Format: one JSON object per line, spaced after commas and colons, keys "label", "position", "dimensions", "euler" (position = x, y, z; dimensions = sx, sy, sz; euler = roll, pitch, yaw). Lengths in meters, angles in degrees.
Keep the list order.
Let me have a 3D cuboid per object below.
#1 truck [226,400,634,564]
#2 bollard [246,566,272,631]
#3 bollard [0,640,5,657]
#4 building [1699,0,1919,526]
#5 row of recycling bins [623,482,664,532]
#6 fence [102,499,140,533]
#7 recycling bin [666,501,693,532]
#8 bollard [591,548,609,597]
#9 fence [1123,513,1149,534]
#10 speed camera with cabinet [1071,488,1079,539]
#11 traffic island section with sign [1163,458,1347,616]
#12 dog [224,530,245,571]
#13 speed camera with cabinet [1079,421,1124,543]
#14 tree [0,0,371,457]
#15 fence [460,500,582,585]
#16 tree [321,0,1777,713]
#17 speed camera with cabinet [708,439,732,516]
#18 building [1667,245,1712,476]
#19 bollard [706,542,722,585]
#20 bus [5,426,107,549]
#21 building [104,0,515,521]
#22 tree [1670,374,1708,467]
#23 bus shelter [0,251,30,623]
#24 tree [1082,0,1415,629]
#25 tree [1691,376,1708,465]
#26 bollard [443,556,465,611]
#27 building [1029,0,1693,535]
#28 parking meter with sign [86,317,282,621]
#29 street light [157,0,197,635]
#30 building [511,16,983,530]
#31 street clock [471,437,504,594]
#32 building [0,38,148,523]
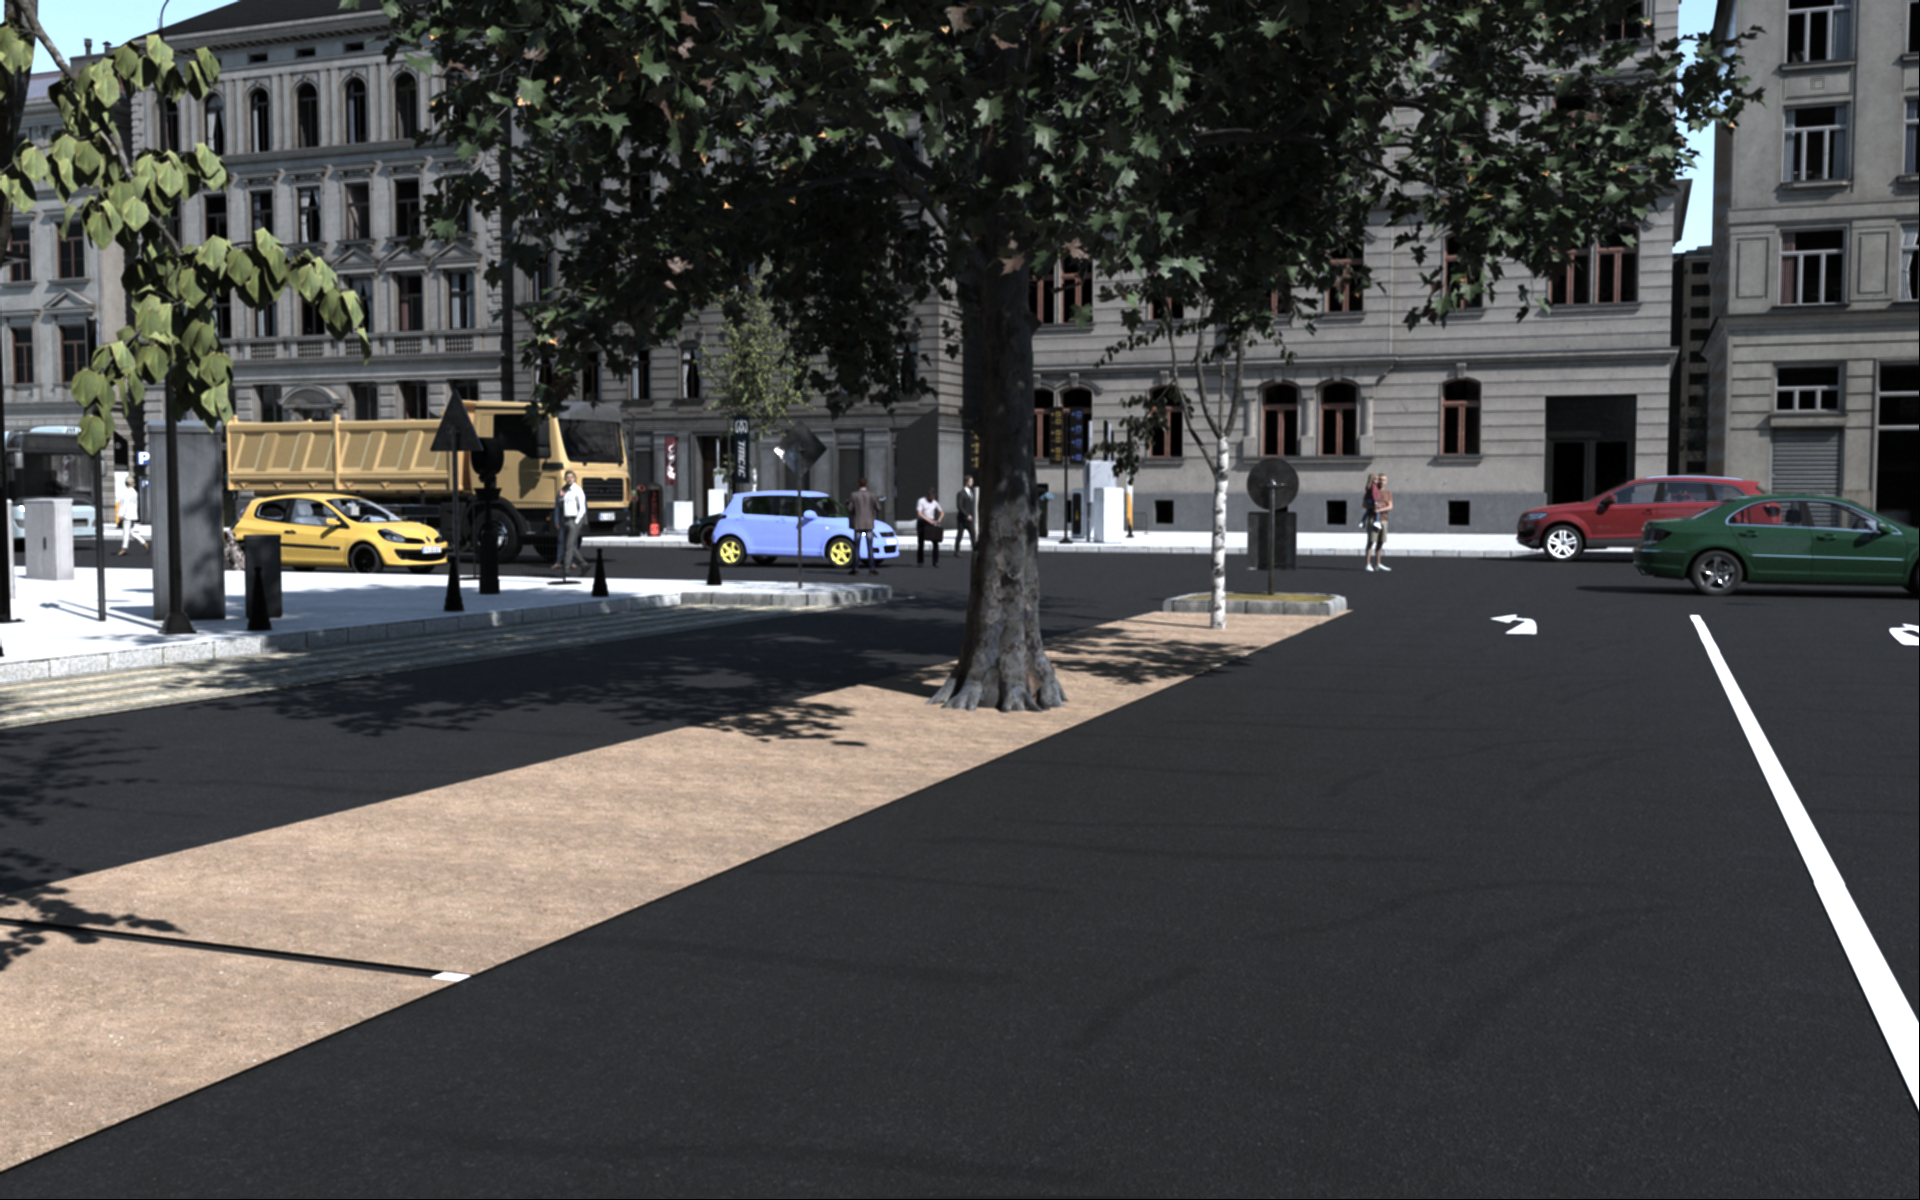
{"label": "truck", "position": [-11.082, -2.525, 37.207], "dimensions": [9.791, 3.379, 3.469], "euler": [1, 4, 21]}
{"label": "bollard", "position": [-6.614, -0.018, 16.331], "dimensions": [0.229, 0.601, 0.229], "euler": [0, 3, 0]}
{"label": "bollard", "position": [-7.664, 0.147, 13.641], "dimensions": [0.229, 0.601, 0.229], "euler": [0, 3, 0]}
{"label": "building", "position": [39.028, -13.472, 53.548], "dimensions": [30.059, 22.955, 16.112], "euler": [1, 4, 21]}
{"label": "row of recycling bins", "position": [-11.130, -3.090, 57.627], "dimensions": [1.069, 1.692, 3.534], "euler": [2, 4, 26]}
{"label": "fence", "position": [-27.991, -2.784, 56.726], "dimensions": [0.480, 1.192, 2.264], "euler": [2, 4, 24]}
{"label": "recycling bin", "position": [-9.668, -2.886, 59.737], "dimensions": [0.722, 1.027, 0.722], "euler": [-2, 4, -32]}
{"label": "bollard", "position": [-4.517, -0.347, 21.718], "dimensions": [0.229, 0.601, 0.229], "euler": [0, 3, 0]}
{"label": "fence", "position": [5.147, -2.499, 56.240], "dimensions": [2.069, 0.683, 0.278], "euler": [2, 4, 31]}
{"label": "speed camera with cabinet", "position": [3.806, -3.369, 49.415], "dimensions": [0.660, 3.252, 2.038], "euler": [-1, 4, -18]}
{"label": "traffic island section with sign", "position": [3.739, -0.814, 21.443], "dimensions": [2.006, 1.907, 1.989], "euler": [1, 4, 21]}
{"label": "dog", "position": [-12.320, -0.774, 29.496], "dimensions": [0.513, 0.831, 0.800], "euler": [-2, 4, -28]}
{"label": "speed camera with cabinet", "position": [3.815, -3.164, 46.070], "dimensions": [0.660, 3.252, 2.038], "euler": [-1, 4, -11]}
{"label": "tree", "position": [-2.848, -3.149, 4.306], "dimensions": [4.737, 8.622, 4.395], "euler": [0, 3, 0]}
{"label": "fence", "position": [-6.453, -0.861, 25.276], "dimensions": [2.264, 1.192, 0.480], "euler": [3, 4, 38]}
{"label": "tree", "position": [0.347, -5.632, 11.551], "dimensions": [9.611, 12.733, 9.660], "euler": [0, 3, 0]}
{"label": "speed camera with cabinet", "position": [-8.534, -4.118, 61.662], "dimensions": [0.660, 3.252, 2.038], "euler": [0, 4, 1]}
{"label": "building", "position": [88.842, -26.422, 203.707], "dimensions": [14.107, 30.474, 14.160], "euler": [1, 4, 21]}
{"label": "bollard", "position": [-3.468, -0.512, 24.419], "dimensions": [0.229, 0.601, 0.229], "euler": [0, 3, 0]}
{"label": "bus", "position": [-27.785, -3.097, 45.492], "dimensions": [13.247, 3.499, 2.948], "euler": [1, 4, 21]}
{"label": "building", "position": [-24.840, -15.065, 75.194], "dimensions": [19.941, 23.489, 11.050], "euler": [1, 4, 21]}
{"label": "tree", "position": [70.548, -15.183, 158.606], "dimensions": [12.009, 13.543, 11.850], "euler": [0, 3, 0]}
{"label": "bus shelter", "position": [-11.014, -1.422, 14.528], "dimensions": [1.731, 3.624, 6.357], "euler": [1, 4, 21]}
{"label": "tree", "position": [2.801, -4.006, 18.310], "dimensions": [4.360, 8.622, 3.978], "euler": [0, 3, 0]}
{"label": "tree", "position": [60.492, -13.796, 132.214], "dimensions": [9.857, 13.997, 8.962], "euler": [0, 3, 0]}
{"label": "bollard", "position": [-5.566, -0.183, 19.027], "dimensions": [0.229, 0.601, 0.229], "euler": [0, 3, 0]}
{"label": "building", "position": [13.718, -16.810, 62.237], "dimensions": [23.554, 28.519, 14.401], "euler": [1, 4, 21]}
{"label": "parking meter with sign", "position": [-7.891, -1.311, 17.697], "dimensions": [1.738, 3.016, 0.543], "euler": [-1, 4, -22]}
{"label": "street light", "position": [-6.712, -2.632, 15.577], "dimensions": [1.470, 5.913, 1.316], "euler": [1, 4, 21]}
{"label": "building", "position": [-7.314, -13.363, 67.641], "dimensions": [18.267, 20.994, 9.793], "euler": [1, 4, 21]}
{"label": "street clock", "position": [-6.053, -1.079, 22.219], "dimensions": [0.358, 2.002, 0.471], "euler": [-3, 5, -43]}
{"label": "building", "position": [-44.400, -15.092, 82.917], "dimensions": [21.152, 22.565, 11.583], "euler": [1, 4, 21]}
